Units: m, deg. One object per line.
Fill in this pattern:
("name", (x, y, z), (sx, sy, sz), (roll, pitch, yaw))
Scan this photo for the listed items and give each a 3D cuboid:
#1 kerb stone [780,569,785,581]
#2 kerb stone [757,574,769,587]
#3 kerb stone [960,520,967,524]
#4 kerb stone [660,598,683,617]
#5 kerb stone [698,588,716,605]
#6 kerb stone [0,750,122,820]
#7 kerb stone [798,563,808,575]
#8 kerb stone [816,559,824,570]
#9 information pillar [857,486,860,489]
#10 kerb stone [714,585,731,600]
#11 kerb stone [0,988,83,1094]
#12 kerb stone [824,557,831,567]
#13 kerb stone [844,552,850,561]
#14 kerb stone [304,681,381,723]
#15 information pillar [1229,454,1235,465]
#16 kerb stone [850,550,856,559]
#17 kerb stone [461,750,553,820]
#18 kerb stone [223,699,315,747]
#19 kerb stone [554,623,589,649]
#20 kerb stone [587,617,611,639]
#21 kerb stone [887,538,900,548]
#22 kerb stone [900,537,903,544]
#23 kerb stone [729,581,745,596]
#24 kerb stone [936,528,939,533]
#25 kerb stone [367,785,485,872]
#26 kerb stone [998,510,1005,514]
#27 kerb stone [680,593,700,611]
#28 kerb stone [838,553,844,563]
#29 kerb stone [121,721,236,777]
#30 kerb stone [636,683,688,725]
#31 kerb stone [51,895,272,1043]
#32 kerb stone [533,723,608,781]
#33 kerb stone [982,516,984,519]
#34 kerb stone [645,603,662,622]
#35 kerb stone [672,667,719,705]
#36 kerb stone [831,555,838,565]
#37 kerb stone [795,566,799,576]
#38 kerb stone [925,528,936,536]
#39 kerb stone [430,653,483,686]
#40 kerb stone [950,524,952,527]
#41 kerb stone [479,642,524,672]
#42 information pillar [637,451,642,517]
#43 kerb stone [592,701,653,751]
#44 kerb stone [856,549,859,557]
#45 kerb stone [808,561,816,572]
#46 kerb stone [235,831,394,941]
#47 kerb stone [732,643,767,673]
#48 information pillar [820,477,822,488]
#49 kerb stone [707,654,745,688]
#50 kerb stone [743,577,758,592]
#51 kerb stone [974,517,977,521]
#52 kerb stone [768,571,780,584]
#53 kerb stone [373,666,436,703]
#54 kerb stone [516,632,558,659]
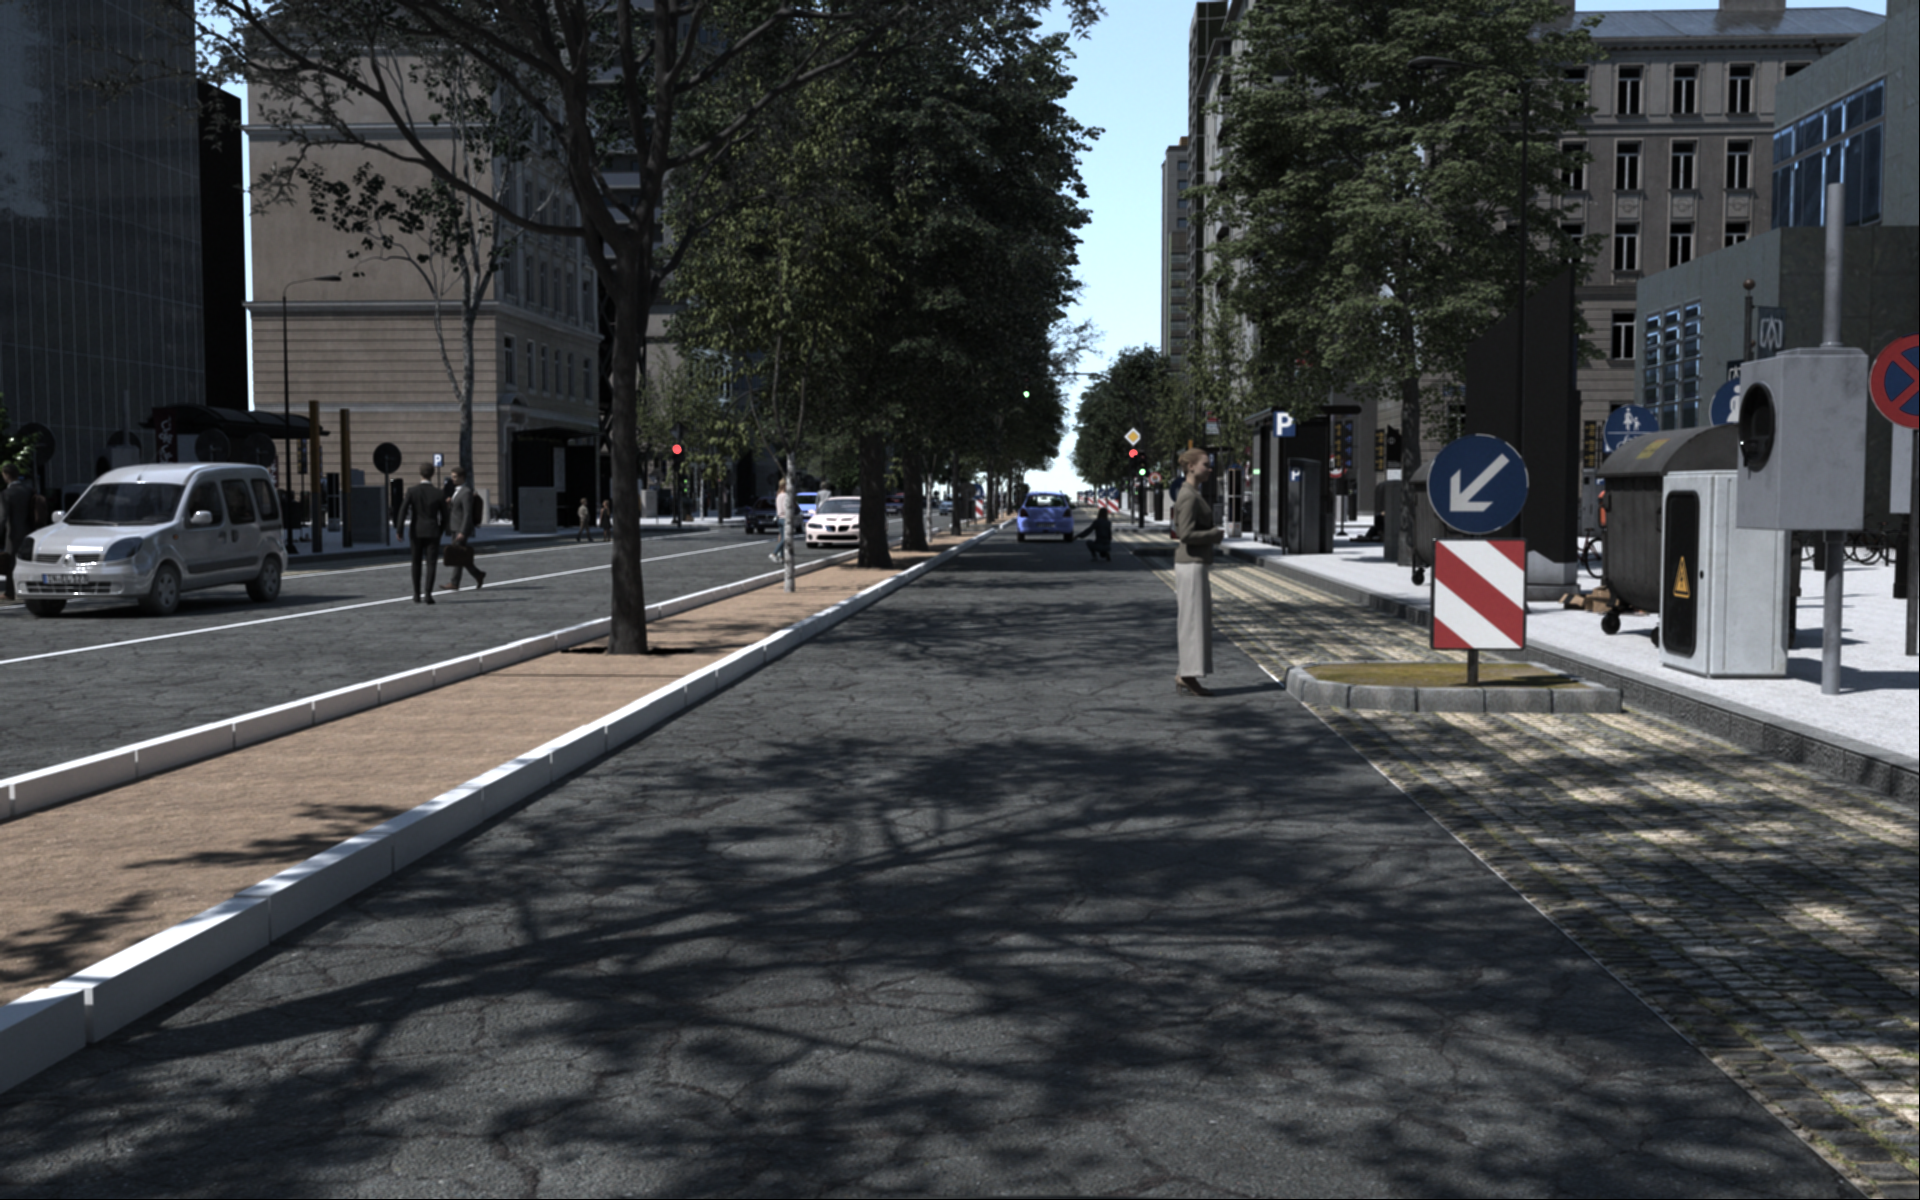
("kerb stone", (-2.993, -0.394, 28.636), (0.120, 0.150, 1.000), (0, 4, 3))
("kerb stone", (-3.117, -0.269, 26.588), (0.120, 0.150, 1.000), (0, 4, 3))
("kerb stone", (0.209, -3.678, 82.461), (0.120, 0.150, 1.000), (0, 4, 3))
("kerb stone", (-3.475, 0.107, 20.446), (0.120, 0.150, 1.000), (0, 4, 3))
("kerb stone", (-3.361, -0.018, 22.495), (0.120, 0.150, 1.000), (0, 4, 3))
("kerb stone", (-4.214, 0.858, 8.170), (0.120, 0.150, 1.000), (0, 4, 3))
("kerb stone", (-2.867, -0.519, 30.689), (0.120, 0.150, 1.000), (0, 4, 3))
("kerb stone", (-2.745, -0.641, 32.730), (0.120, 0.150, 1.000), (0, 4, 3))
("information pillar", (-8.522, -9.389, 144.859), (0.183, 3.616, 0.504), (2, 4, 27))
("kerb stone", (-3.299, -0.081, 23.515), (0.120, 0.150, 1.000), (0, 4, 3))
("kerb stone", (-2.358, 1.113, 3.996), (0.120, 0.150, 1.000), (0, 4, 3))
("kerb stone", (-2.687, -0.707, 33.761), (0.120, 0.150, 1.000), (0, 4, 3))
("kerb stone", (-2.504, -0.895, 36.834), (0.120, 0.150, 1.000), (0, 4, 3))
("kerb stone", (-4.032, 0.670, 11.241), (0.120, 0.150, 1.000), (0, 4, 3))
("information pillar", (15.674, -6.643, 99.968), (0.504, 3.616, 0.183), (-3, 5, -39))
("kerb stone", (-2.454, -0.954, 37.855), (0.120, 0.150, 1.000), (0, 4, 3))
("kerb stone", (-2.118, 0.863, 8.086), (0.120, 0.150, 1.000), (0, 4, 3))
("kerb stone", (-4.096, 0.735, 10.218), (0.120, 0.150, 1.000), (0, 4, 3))
("kerb stone", (-3.719, 0.358, 16.346), (0.120, 0.150, 1.000), (0, 4, 3))
("kerb stone", (-3.663, 0.295, 17.377), (0.120, 0.150, 1.000), (0, 4, 3))
("kerb stone", (-1.845, -1.584, 48.087), (0.120, 0.150, 1.000), (0, 4, 3))
("kerb stone", (-1.778, -1.646, 49.107), (0.120, 0.150, 1.000), (0, 4, 3))
("kerb stone", (-3.235, -0.140, 24.539), (0.120, 0.150, 1.000), (0, 4, 3))
("kerb stone", (-0.858, -2.587, 64.492), (0.120, 0.150, 1.000), (0, 4, 3))
("kerb stone", (-2.172, 0.926, 7.060), (0.120, 0.150, 1.000), (0, 4, 3))
("kerb stone", (3.196, -6.750, 132.563), (0.120, 0.150, 1.000), (0, 4, 3))
("kerb stone", (-3.417, 0.044, 21.470), (0.120, 0.150, 1.000), (0, 4, 3))
("kerb stone", (-2.568, -0.833, 35.814), (0.120, 0.150, 1.000), (0, 4, 3))
("kerb stone", (-4.159, 0.795, 9.198), (0.120, 0.150, 1.000), (0, 4, 3))
("kerb stone", (-1.938, 0.680, 11.152), (0.120, 0.150, 1.000), (0, 4, 3))
("kerb stone", (-2.289, 1.054, 5.016), (0.120, 0.150, 1.000), (0, 4, 3))
("kerb stone", (-2.058, 0.800, 9.110), (0.120, 0.150, 1.000), (0, 4, 3))
("kerb stone", (1.132, -4.624, 97.797), (0.120, 0.150, 1.000), (0, 4, 3))
("kerb stone", (-3.551, 0.169, 19.426), (0.120, 0.150, 1.000), (0, 4, 3))
("kerb stone", (-1.874, 0.613, 12.172), (0.120, 0.150, 1.000), (0, 4, 3))
("kerb stone", (-2.631, -0.770, 34.791), (0.120, 0.150, 1.000), (0, 4, 3))
("kerb stone", (-2.932, -0.455, 29.669), (0.120, 0.150, 1.000), (0, 4, 3))
("kerb stone", (-1.042, -2.394, 61.414), (0.120, 0.150, 1.000), (0, 4, 3))
("kerb stone", (-3.908, 0.551, 13.284), (0.120, 0.150, 1.000), (0, 4, 3))
("kerb stone", (-0.219, -3.247, 75.301), (0.120, 0.150, 1.000), (0, 4, 3))
("kerb stone", (-3.842, 0.489, 14.306), (0.120, 0.150, 1.000), (0, 4, 3))
("information pillar", (-17.604, -6.344, 95.077), (0.183, 3.616, 0.504), (1, 4, 11))
("kerb stone", (-1.991, 0.743, 10.130), (0.120, 0.150, 1.000), (0, 4, 3))
("kerb stone", (-2.386, -1.021, 38.883), (0.120, 0.150, 1.000), (0, 4, 3))
("kerb stone", (-2.813, -0.582, 31.710), (0.120, 0.150, 1.000), (0, 4, 3))
("kerb stone", (-2.234, 0.988, 6.040), (0.120, 0.150, 1.000), (0, 4, 3))
("kerb stone", (-1.755, 0.488, 14.216), (0.120, 0.150, 1.000), (0, 4, 3))
("information pillar", (-10.988, -8.938, 137.495), (0.183, 3.616, 0.504), (-1, 4, -15))
("kerb stone", (-1.808, 0.552, 13.195), (0.120, 0.150, 1.000), (0, 4, 3))
("kerb stone", (-3.170, -0.204, 25.560), (0.120, 0.150, 1.000), (0, 4, 3))
("kerb stone", (0.694, -4.186, 90.636), (0.120, 0.150, 1.000), (0, 4, 3))
("kerb stone", (-3.057, -0.331, 27.615), (0.120, 0.150, 1.000), (0, 4, 3))
("kerb stone", (-3.968, 0.610, 12.261), (0.120, 0.150, 1.000), (0, 4, 3))
("kerb stone", (-3.785, 0.420, 15.326), (0.120, 0.150, 1.000), (0, 4, 3))
